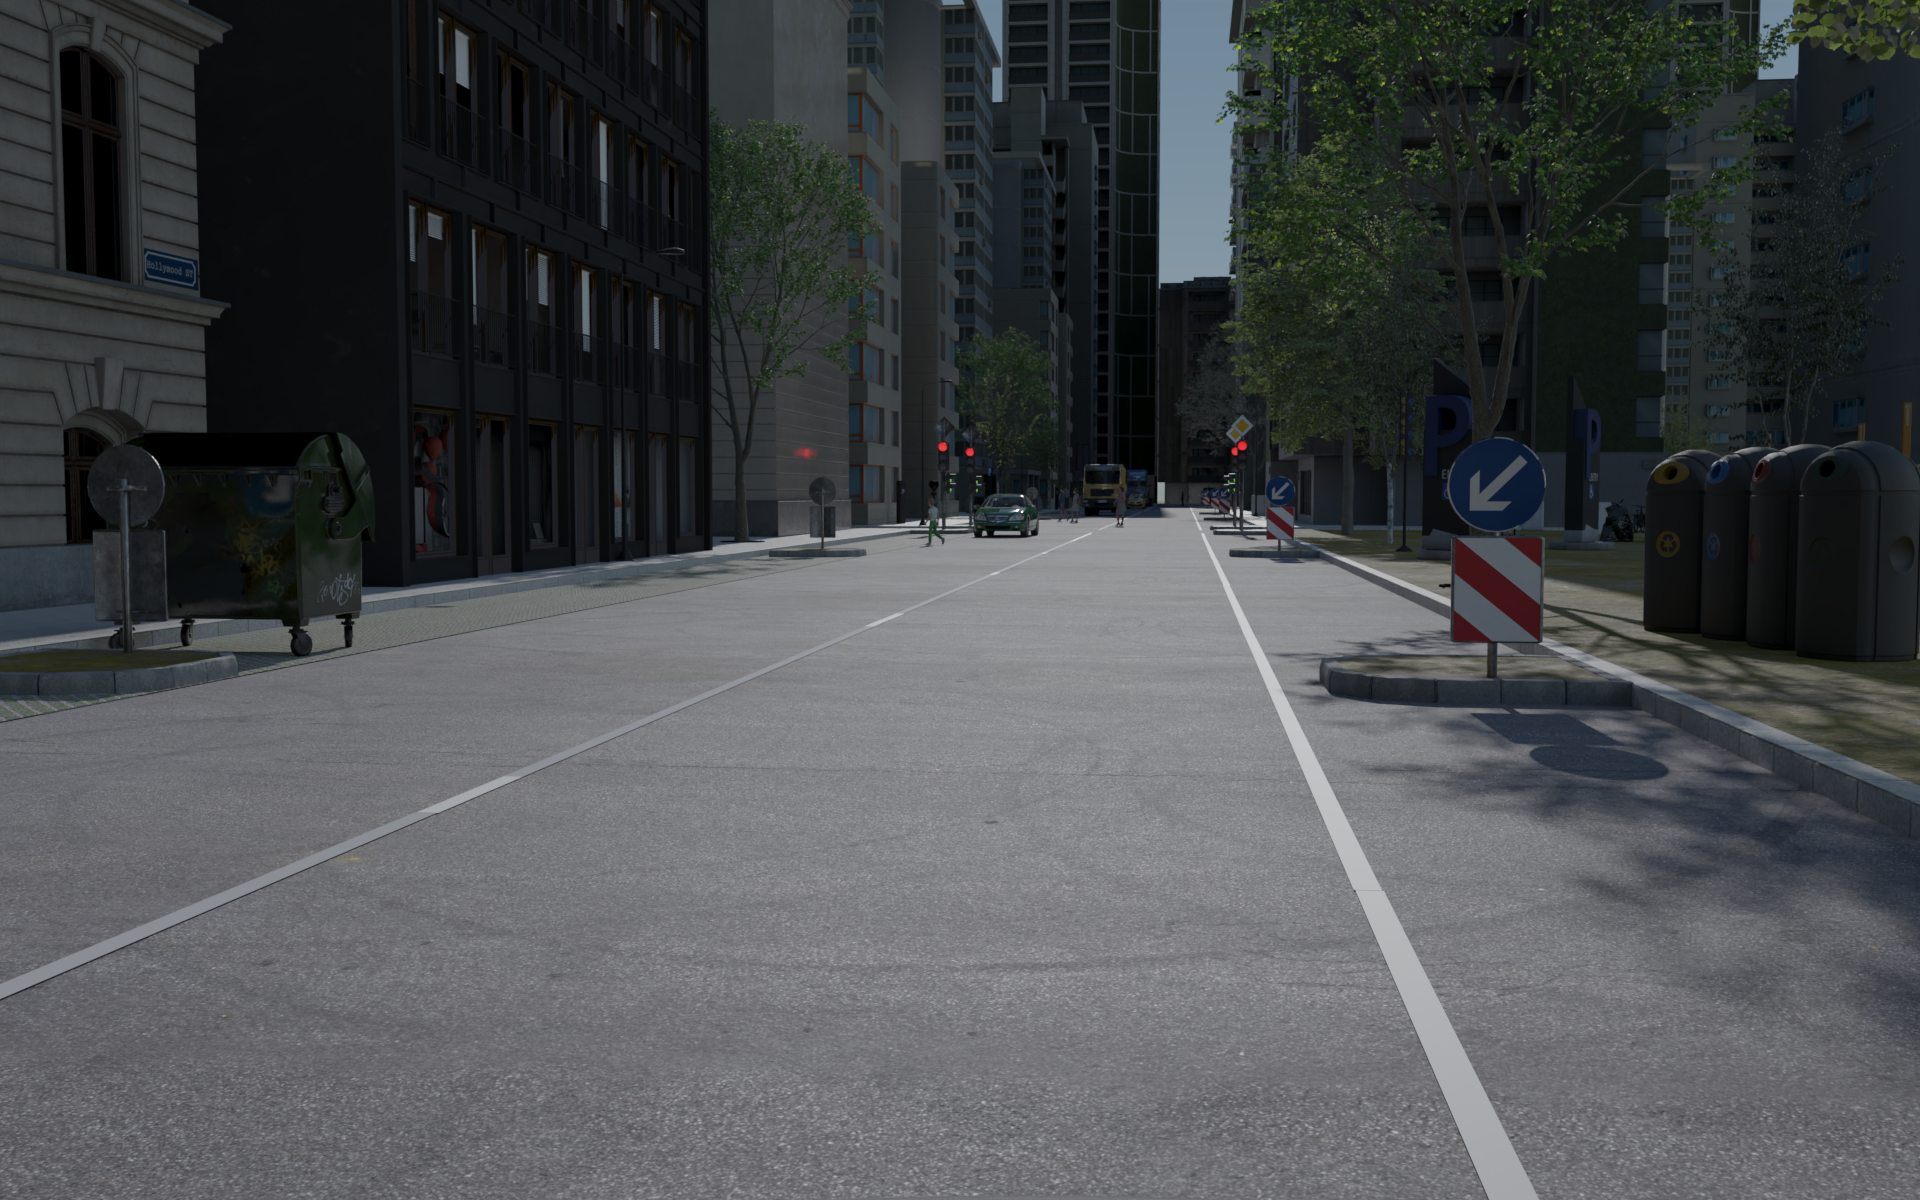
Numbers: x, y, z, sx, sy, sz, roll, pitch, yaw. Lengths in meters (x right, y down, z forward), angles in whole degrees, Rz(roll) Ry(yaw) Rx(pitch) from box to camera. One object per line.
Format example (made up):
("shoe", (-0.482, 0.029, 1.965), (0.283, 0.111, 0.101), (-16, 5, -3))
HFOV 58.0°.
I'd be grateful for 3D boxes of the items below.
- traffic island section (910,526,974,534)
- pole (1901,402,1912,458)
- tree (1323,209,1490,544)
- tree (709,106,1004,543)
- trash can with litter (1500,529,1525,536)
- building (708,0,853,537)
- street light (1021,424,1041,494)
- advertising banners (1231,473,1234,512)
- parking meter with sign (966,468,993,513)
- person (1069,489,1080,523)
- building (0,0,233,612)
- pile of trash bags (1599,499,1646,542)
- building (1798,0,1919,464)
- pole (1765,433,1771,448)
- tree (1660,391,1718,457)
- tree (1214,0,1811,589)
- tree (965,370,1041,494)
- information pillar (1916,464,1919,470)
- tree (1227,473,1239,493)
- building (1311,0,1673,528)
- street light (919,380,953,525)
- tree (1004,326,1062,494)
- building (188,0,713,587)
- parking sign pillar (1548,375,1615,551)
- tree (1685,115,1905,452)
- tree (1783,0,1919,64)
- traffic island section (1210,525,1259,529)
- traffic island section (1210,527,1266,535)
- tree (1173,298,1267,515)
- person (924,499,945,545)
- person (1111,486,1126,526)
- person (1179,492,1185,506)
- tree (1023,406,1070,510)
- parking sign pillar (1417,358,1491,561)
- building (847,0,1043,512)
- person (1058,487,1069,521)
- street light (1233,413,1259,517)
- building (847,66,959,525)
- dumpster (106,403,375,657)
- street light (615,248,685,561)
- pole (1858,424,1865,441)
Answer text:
("traffic island section", (-0.605, -2.478, 62.801), (2.009, 0.180, 2.903), (0, 4, 7))
("pole", (21.087, -2.741, 38.652), (0.158, 3.312, 0.155), (0, 3, 0))
("tree", (11.092, -5.733, 44.093), (4.360, 8.622, 3.978), (0, 3, 0))
("tree", (-5.740, -7.340, 45.762), (9.928, 11.665, 9.643), (0, 3, 0))
("trash can with litter", (15.770, -2.438, 50.922), (2.233, 1.210, 1.678), (-2, 4, -29))
("building", (-16.707, -15.962, 58.245), (25.104, 27.353, 12.463), (0, 4, 7))
("street light", (4.626, -8.676, 114.401), (1.470, 5.913, 1.316), (0, 4, 7))
("advertising banners", (19.800, -7.922, 125.710), (0.090, 3.025, 2.074), (0, 4, 1))
("parking meter with sign", (1.253, -7.267, 115.083), (1.738, 3.016, 0.543), (-1, 4, -21))
("person", (5.795, -4.728, 86.800), (0.522, 1.701, 0.512), (2, 4, 27))
("building", (-17.137, -11.437, 6.079), (14.460, 24.649, 34.723), (0, 4, 7))
("pile of trash bags", (18.792, -2.229, 46.189), (3.447, 1.369, 1.912), (3, 5, 39))
("building", (46.712, -27.313, 70.266), (21.600, 48.544, 21.300), (0, 4, 7))
("pole", (27.190, -3.946, 58.362), (0.158, 3.312, 0.155), (0, 3, 0))
("tree", (51.129, -10.544, 122.757), (4.737, 8.622, 4.395), (0, 3, 0))
("tree", (7.246, -5.976, 23.462), (9.928, 11.665, 9.643), (0, 3, 0))
("tree", (2.466, -9.289, 102.236), (4.360, 8.622, 3.978), (0, 3, 0))
("information pillar", (23.393, -2.330, 42.585), (0.304, 2.012, 0.304), (3, 4, 36))
("tree", (22.991, -9.297, 146.609), (1.663, 3.219, 1.824), (0, 3, 0))
("building", (20.943, -18.436, 73.133), (14.107, 30.474, 14.160), (0, 4, 7))
("street light", (-0.989, -6.001, 70.658), (1.470, 5.913, 1.316), (0, 4, 7))
("tree", (2.634, -11.187, 108.664), (9.928, 11.665, 9.643), (0, 3, 0))
("building", (-12.742, -12.357, 31.712), (12.332, 23.373, 15.834), (0, 4, 7))
("parking sign pillar", (14.359, -3.146, 39.914), (1.447, 3.967, 1.447), (3, 4, 35))
("tree", (16.696, -5.156, 34.671), (4.360, 8.622, 3.978), (0, 3, 0))
("tree", (5.123, -5.310, 4.950), (7.486, 12.596, 7.792), (0, 3, 0))
("traffic island section", (11.023, -2.879, 69.348), (2.009, 0.180, 2.903), (0, 4, 7))
("traffic island section", (9.997, -2.394, 61.428), (2.009, 0.180, 2.903), (0, 4, 7))
("tree", (18.057, -11.910, 105.091), (12.009, 13.543, 11.850), (0, 3, 0))
("person", (-0.720, -2.201, 48.733), (0.590, 1.304, 0.306), (1, 4, 20))
("person", (7.016, -4.163, 76.916), (0.532, 1.782, 0.716), (-2, 4, -31))
("person", (26.277, -11.974, 204.958), (0.721, 1.739, 1.217), (-1, 4, -22))
("tree", (7.177, -11.739, 142.287), (4.737, 8.622, 4.395), (0, 3, 0))
("parking sign pillar", (9.713, -2.778, 33.899), (1.447, 3.967, 1.447), (-2, 4, -35))
("building", (-10.458, -26.690, 128.257), (32.217, 40.220, 23.993), (0, 4, 7))
("person", (5.410, -5.040, 90.927), (0.654, 1.822, 0.581), (1, 4, 16))
("street light", (16.349, -7.717, 98.710), (1.470, 5.913, 1.316), (0, 4, 7))
("building", (-15.628, -14.760, 86.368), (27.650, 21.520, 28.899), (0, 4, 7))
("dumpster", (-6.528, -0.656, 15.672), (1.985, 2.255, 1.502), (0, 4, 8))
("street light", (-5.883, -3.692, 32.900), (1.470, 5.913, 1.316), (0, 4, 7))
("pole", (26.058, -3.444, 50.146), (0.158, 3.312, 0.155), (0, 3, 0))
